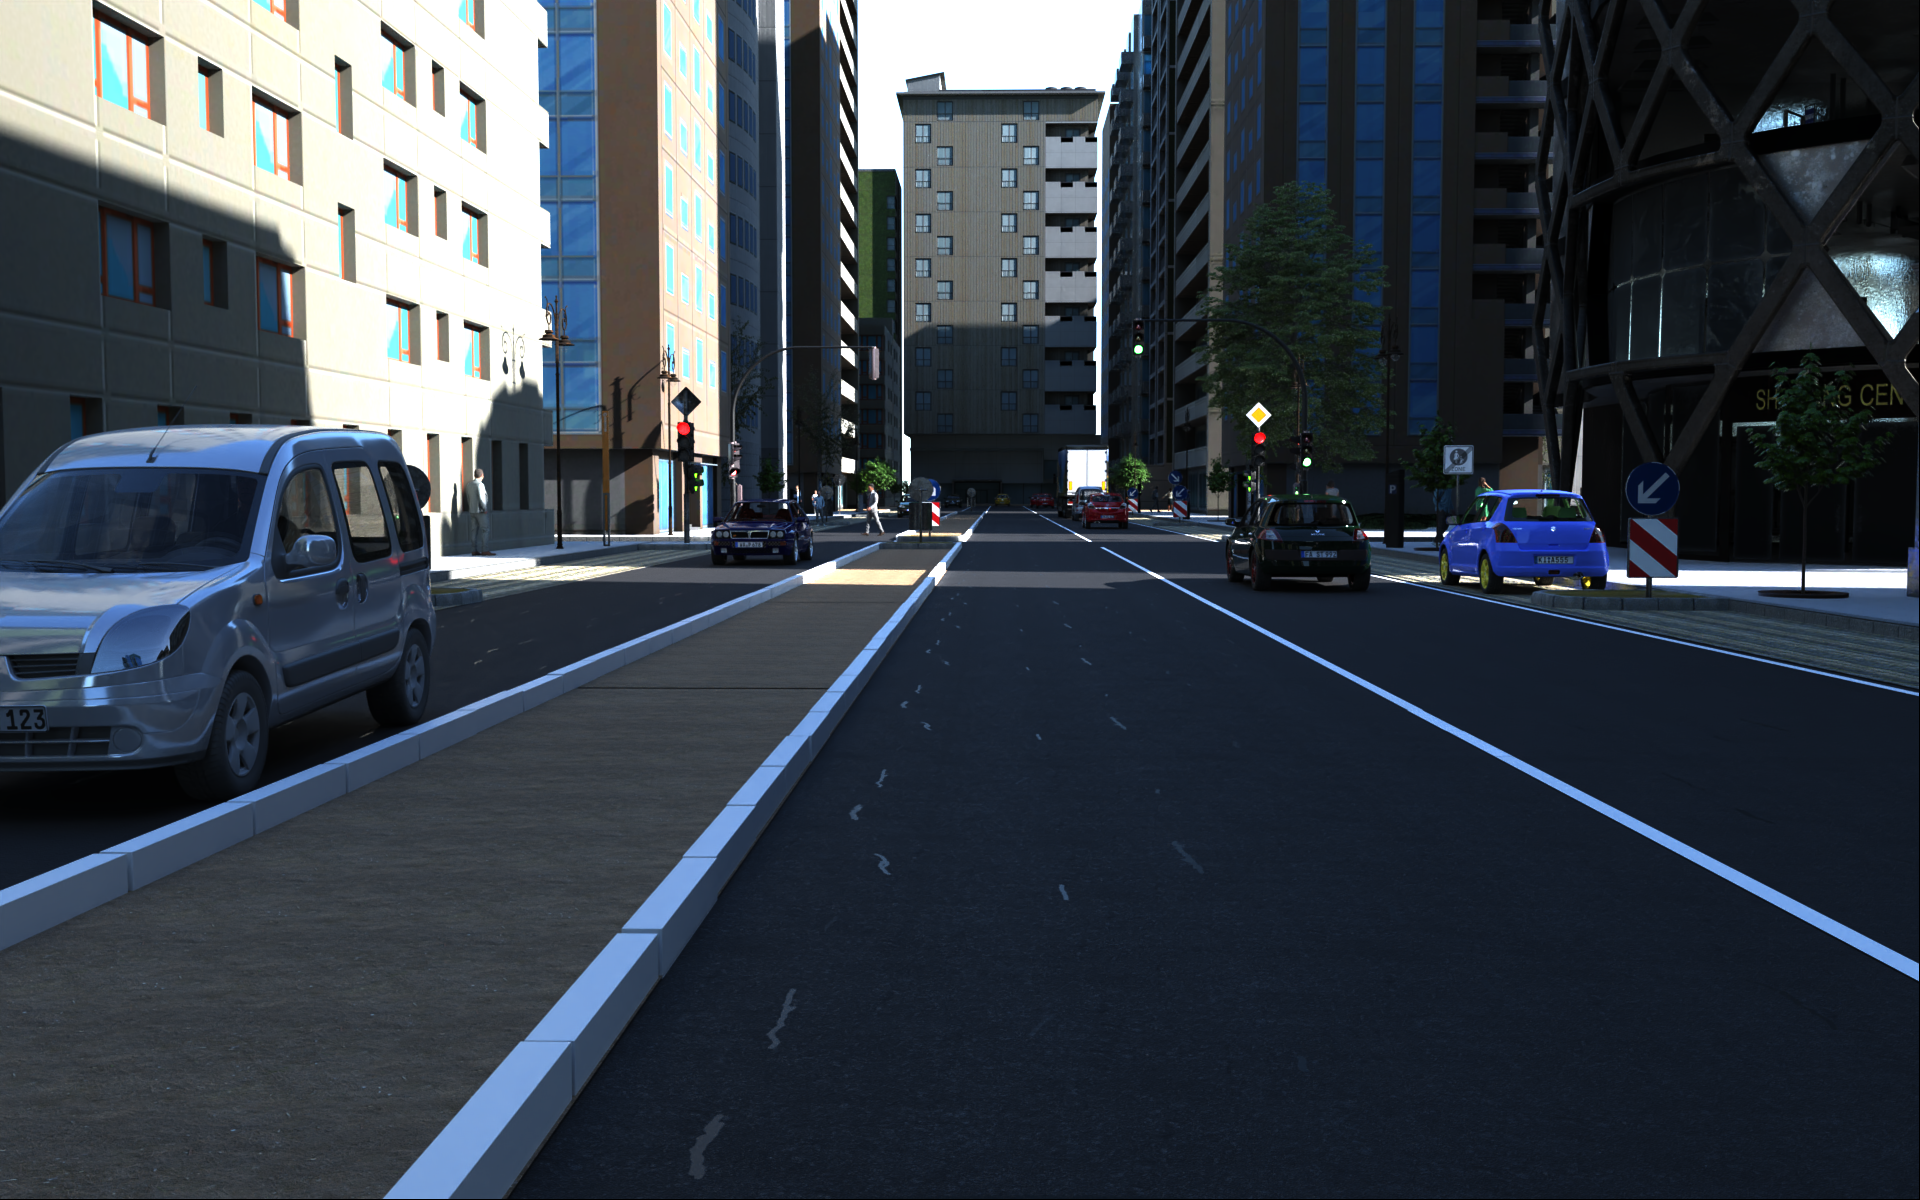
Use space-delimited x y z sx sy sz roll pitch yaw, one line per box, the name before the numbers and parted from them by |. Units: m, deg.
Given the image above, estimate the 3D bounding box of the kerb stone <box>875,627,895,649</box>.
kerb stone | -0.710 0.387 15.868 0.120 0.150 1.000 0 4 1

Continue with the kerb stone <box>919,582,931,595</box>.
kerb stone | -0.516 -0.114 24.061 0.120 0.150 1.000 0 4 1

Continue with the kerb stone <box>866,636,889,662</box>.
kerb stone | -0.727 0.450 14.839 0.120 0.150 1.000 0 4 1

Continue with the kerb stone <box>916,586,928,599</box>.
kerb stone | -0.543 -0.052 23.039 0.120 0.150 1.000 0 4 1

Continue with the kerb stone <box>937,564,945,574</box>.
kerb stone | -0.379 -0.490 30.215 0.120 0.150 1.000 0 4 1

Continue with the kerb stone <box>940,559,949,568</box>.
kerb stone | -0.333 -0.615 32.265 0.120 0.150 1.000 0 4 1

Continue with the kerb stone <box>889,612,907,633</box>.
kerb stone | -0.658 0.262 17.911 0.120 0.150 1.000 0 4 1

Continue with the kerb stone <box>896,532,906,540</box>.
kerb stone | -1.900 -2.032 55.415 0.120 0.150 1.000 0 4 1

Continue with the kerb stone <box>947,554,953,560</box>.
kerb stone | -0.261 -0.805 35.354 0.120 0.150 1.000 0 4 1

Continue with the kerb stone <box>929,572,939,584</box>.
kerb stone | -0.440 -0.302 27.127 0.120 0.150 1.000 0 4 1

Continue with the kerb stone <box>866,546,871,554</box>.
kerb stone | -2.234 -1.122 40.543 0.120 0.150 1.000 0 4 1

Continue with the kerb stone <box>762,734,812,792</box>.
kerb stone | -0.871 0.826 8.684 0.120 0.150 1.000 0 4 1

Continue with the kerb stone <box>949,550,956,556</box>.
kerb stone | -0.215 -0.931 37.416 0.120 0.150 1.000 0 4 1

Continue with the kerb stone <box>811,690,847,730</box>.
kerb stone | -0.821 0.704 10.737 0.120 0.150 1.000 0 4 1

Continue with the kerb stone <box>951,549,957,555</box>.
kerb stone | -0.190 -0.993 38.438 0.120 0.150 1.000 0 4 1

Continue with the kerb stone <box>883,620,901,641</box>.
kerb stone | -0.685 0.327 16.890 0.120 0.150 1.000 0 4 1

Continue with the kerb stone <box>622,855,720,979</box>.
kerb stone | -0.928 1.014 5.613 0.120 0.150 1.000 0 4 1

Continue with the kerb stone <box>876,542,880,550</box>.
kerb stone | -2.168 -1.310 43.608 0.120 0.150 1.000 0 4 1

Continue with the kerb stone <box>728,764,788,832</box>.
kerb stone | -0.894 0.890 7.663 0.120 0.150 1.000 0 4 1

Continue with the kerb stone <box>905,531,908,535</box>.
kerb stone | -1.874 -2.095 56.445 0.120 0.150 1.000 0 4 1

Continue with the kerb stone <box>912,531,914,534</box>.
kerb stone | -1.783 -2.346 60.549 0.120 0.150 1.000 0 4 1

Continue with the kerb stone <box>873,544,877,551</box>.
kerb stone | -2.193 -1.247 42.587 0.120 0.150 1.000 0 4 1

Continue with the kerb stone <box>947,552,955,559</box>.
kerb stone | -0.232 -0.868 36.387 0.120 0.150 1.000 0 4 1

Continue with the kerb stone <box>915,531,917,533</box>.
kerb stone | -1.741 -2.468 62.596 0.120 0.150 1.000 0 4 1

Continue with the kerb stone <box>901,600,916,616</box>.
kerb stone | -0.618 0.137 19.956 0.120 0.150 1.000 0 4 1

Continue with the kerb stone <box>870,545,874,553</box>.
kerb stone | -2.216 -1.185 41.565 0.120 0.150 1.000 0 4 1

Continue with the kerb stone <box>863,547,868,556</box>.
kerb stone | -2.261 -1.060 39.522 0.120 0.150 1.000 0 4 1

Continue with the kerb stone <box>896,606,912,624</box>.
kerb stone | -0.639 0.200 18.933 0.120 0.150 1.000 0 4 1

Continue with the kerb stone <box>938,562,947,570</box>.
kerb stone | -0.348 -0.553 31.237 0.120 0.150 1.000 0 4 1

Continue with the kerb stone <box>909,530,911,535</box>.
kerb stone | -1.828 -2.218 58.494 0.120 0.150 1.000 0 4 1

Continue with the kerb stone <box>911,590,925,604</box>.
kerb stone | -0.564 0.011 22.012 0.120 0.150 1.000 0 4 1

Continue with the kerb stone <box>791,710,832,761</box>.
kerb stone | -0.838 0.766 9.707 0.120 0.150 1.000 0 4 1

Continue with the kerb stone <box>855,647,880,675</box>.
kerb stone | -0.752 0.517 13.807 0.120 0.150 1.000 0 4 1

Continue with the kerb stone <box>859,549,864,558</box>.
kerb stone | -2.292 -0.996 38.483 0.120 0.150 1.000 0 4 1

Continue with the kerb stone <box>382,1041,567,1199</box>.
kerb stone | -0.983 1.142 3.570 0.120 0.150 1.000 0 4 1

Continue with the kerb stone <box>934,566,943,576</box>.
kerb stone | -0.401 -0.428 29.190 0.120 0.150 1.000 0 4 1

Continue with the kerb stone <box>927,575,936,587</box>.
kerb stone | -0.474 -0.239 26.105 0.120 0.150 1.000 0 4 1

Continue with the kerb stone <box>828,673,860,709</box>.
kerb stone | -0.796 0.639 11.759 0.120 0.150 1.000 0 4 1

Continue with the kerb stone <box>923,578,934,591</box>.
kerb stone | -0.486 -0.177 25.082 0.120 0.150 1.000 0 4 1

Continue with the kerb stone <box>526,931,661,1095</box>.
kerb stone | -0.958 1.085 4.592 0.120 0.150 1.000 0 4 1

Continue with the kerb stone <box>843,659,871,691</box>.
kerb stone | -0.770 0.576 12.781 0.120 0.150 1.000 0 4 1

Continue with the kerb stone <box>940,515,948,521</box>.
kerb stone | -0.919 -4.666 98.482 0.120 0.150 1.000 0 4 1

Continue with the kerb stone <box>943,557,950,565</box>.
kerb stone | -0.307 -0.677 33.287 0.120 0.150 1.000 0 4 1

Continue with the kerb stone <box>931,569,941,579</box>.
kerb stone | -0.420 -0.365 28.158 0.120 0.150 1.000 0 4 1

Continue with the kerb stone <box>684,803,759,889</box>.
kerb stone | -0.912 0.953 6.641 0.120 0.150 1.000 0 4 1

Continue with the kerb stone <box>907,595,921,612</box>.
kerb stone | -0.585 0.075 20.977 0.120 0.150 1.000 0 4 1

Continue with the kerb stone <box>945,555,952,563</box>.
kerb stone | -0.279 -0.741 34.320 0.120 0.150 1.000 0 4 1
